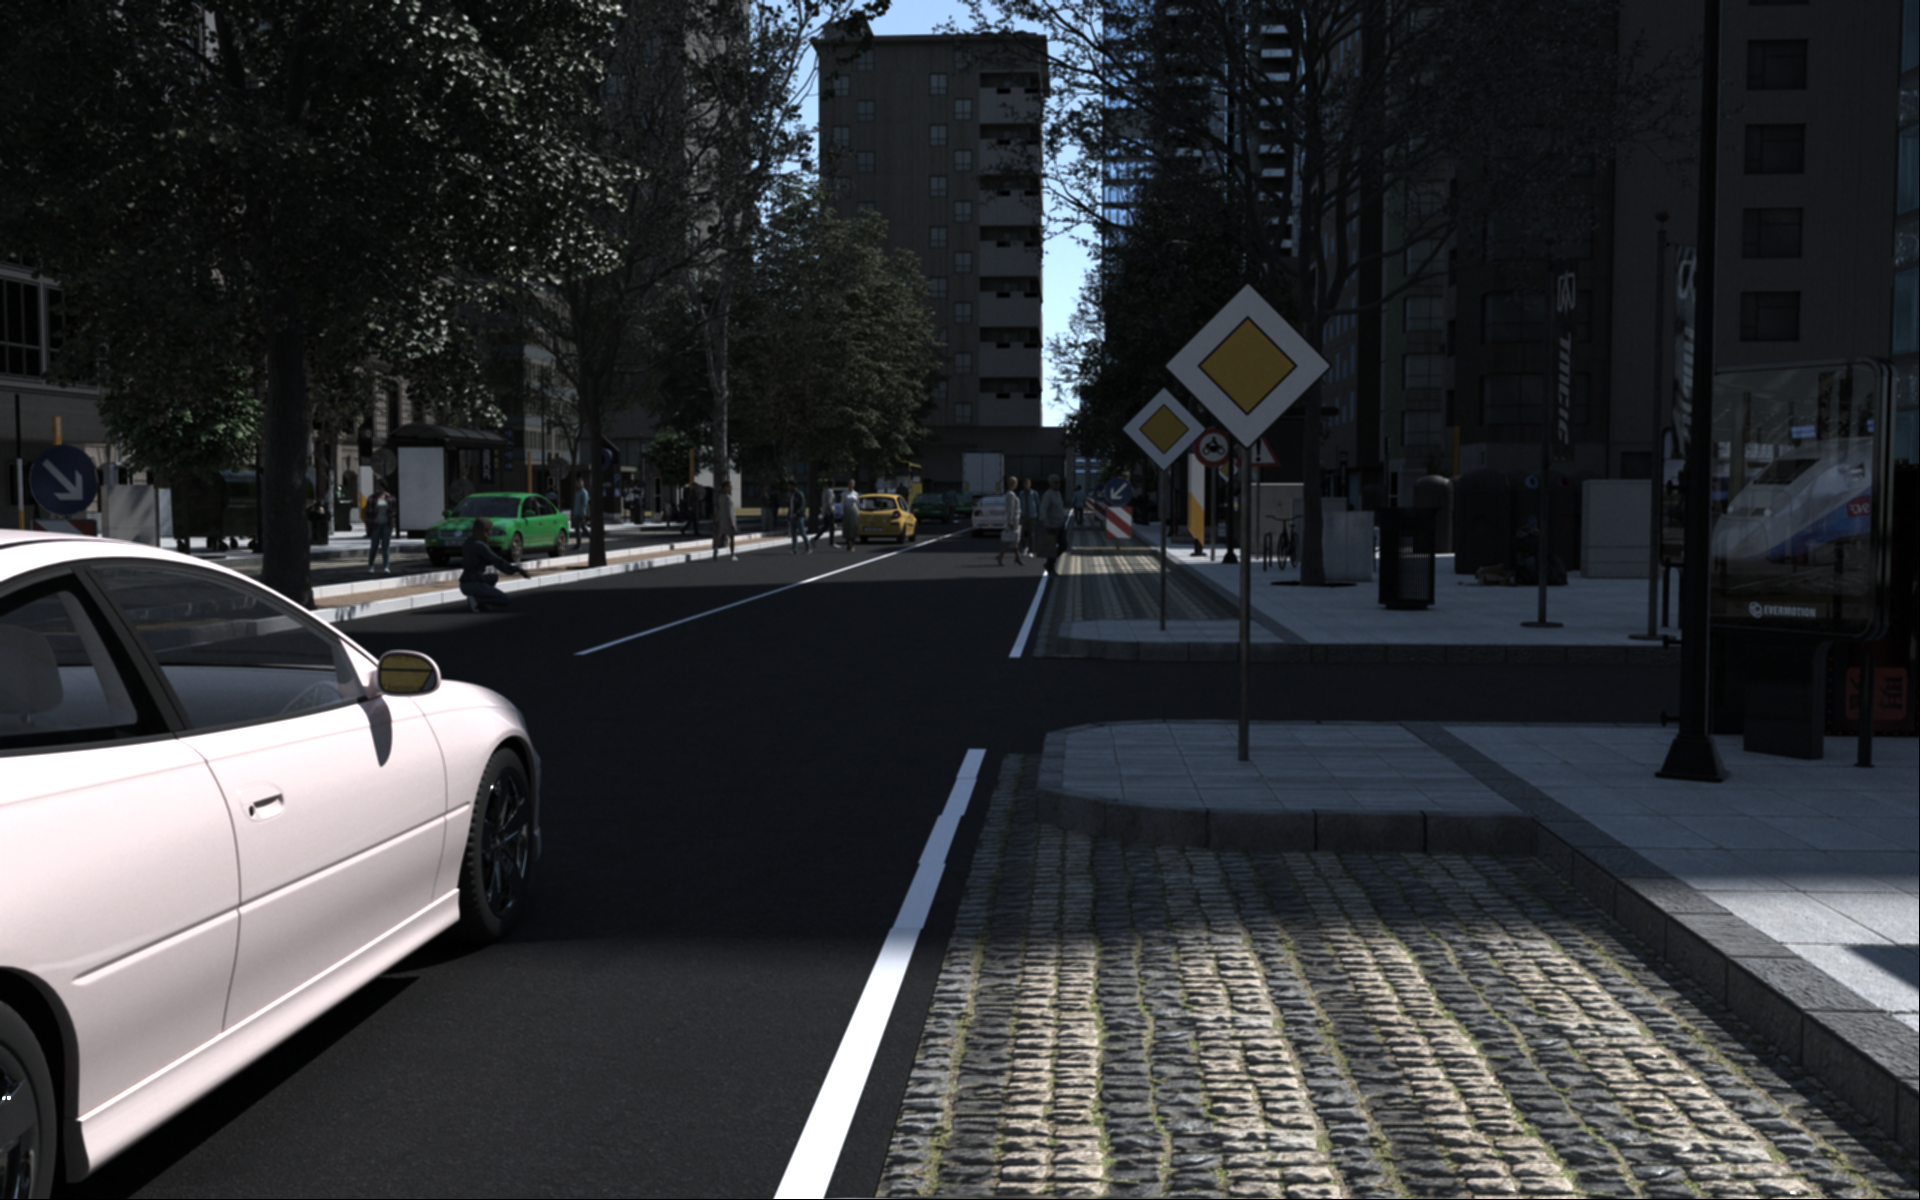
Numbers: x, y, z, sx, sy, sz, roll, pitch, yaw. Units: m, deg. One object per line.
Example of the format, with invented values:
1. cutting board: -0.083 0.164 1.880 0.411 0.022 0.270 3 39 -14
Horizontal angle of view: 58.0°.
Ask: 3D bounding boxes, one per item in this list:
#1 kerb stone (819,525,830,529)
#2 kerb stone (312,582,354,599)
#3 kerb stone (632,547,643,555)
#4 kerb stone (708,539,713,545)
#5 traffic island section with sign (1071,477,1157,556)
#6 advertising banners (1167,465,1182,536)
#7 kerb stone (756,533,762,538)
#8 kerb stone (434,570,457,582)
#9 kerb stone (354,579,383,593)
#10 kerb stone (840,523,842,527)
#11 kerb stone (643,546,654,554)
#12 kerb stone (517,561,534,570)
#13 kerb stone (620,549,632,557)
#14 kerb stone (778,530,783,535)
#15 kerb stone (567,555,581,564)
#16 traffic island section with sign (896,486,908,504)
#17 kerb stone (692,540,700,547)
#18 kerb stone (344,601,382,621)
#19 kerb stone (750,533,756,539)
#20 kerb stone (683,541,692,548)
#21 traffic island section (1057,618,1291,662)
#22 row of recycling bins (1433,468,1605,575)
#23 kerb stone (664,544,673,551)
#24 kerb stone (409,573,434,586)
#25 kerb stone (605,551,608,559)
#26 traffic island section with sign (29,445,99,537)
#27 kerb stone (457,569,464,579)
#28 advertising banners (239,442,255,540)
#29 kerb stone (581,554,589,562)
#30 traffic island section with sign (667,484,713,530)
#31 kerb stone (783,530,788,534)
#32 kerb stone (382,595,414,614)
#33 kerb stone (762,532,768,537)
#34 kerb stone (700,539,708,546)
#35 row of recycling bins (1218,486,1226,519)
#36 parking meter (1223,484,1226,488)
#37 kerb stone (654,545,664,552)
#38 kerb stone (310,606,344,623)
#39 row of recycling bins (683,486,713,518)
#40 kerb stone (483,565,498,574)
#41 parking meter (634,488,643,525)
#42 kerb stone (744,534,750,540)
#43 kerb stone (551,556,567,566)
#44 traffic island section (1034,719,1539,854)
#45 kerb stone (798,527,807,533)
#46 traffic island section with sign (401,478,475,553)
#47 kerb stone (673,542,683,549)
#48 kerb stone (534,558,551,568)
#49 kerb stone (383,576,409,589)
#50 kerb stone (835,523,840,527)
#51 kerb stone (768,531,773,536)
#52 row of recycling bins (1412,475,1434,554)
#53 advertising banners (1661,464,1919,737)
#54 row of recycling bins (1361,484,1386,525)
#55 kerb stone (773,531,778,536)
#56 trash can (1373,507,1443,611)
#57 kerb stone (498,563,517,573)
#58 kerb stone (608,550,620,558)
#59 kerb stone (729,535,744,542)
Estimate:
1. kerb stone: -5.590 -3.003 71.316 0.120 0.150 1.000 0 4 4
2. kerb stone: -8.798 -0.128 24.288 0.120 0.150 1.000 0 4 4
3. kerb stone: -7.679 -1.129 40.657 0.120 0.150 1.000 0 4 4
4. kerb stone: -7.128 -1.626 48.846 0.120 0.150 1.000 0 4 4
5. traffic island section with sign: 3.615 -1.972 40.863 1.989 1.847 2.006 0 4 4
6. advertising banners: 6.110 -3.233 49.046 0.090 3.025 2.074 0 4 -6
7. kerb stone: -6.636 -2.067 55.988 0.120 0.150 1.000 0 4 4
8. kerb stone: -8.523 -0.378 28.381 0.120 0.150 1.000 0 4 4
9. kerb stone: -8.729 -0.191 25.311 0.120 0.150 1.000 0 4 4
10. kerb stone: -5.310 -3.253 75.414 0.120 0.150 1.000 0 4 4
11. kerb stone: -7.608 -1.191 41.686 0.120 0.150 1.000 0 4 4
12. kerb stone: -8.248 -0.620 32.476 0.120 0.150 1.000 0 4 4
13. kerb stone: -7.756 -1.067 39.637 0.120 0.150 1.000 0 4 4
14. kerb stone: -6.360 -2.315 60.083 0.120 0.150 1.000 0 4 4
15. kerb stone: -8.036 -0.816 35.548 0.120 0.150 1.000 0 4 4
16. traffic island section with sign: -3.142 -5.107 91.639 2.006 1.907 1.989 0 4 4
17. kerb stone: -7.271 -1.499 46.806 0.120 0.150 1.000 0 4 4
18. kerb stone: -6.977 0.133 20.024 0.120 0.150 1.000 0 4 4
19. kerb stone: -6.705 -2.004 54.968 0.120 0.150 1.000 0 4 4
20. kerb stone: -7.332 -1.438 45.775 0.120 0.150 1.000 0 4 4
21. traffic island section: 1.930 0.364 16.322 2.009 0.180 2.903 0 4 4
22. row of recycling bins: 9.419 -1.315 28.621 3.534 1.692 1.069 -3 4 -37
23. kerb stone: -7.475 -1.315 43.728 0.120 0.150 1.000 0 4 4
24. kerb stone: -8.589 -0.316 27.354 0.120 0.150 1.000 0 4 4
25. kerb stone: -7.900 -0.942 37.598 0.120 0.150 1.000 0 4 4
26. traffic island section with sign: -8.248 -0.522 16.674 2.006 1.907 1.989 0 4 4
27. kerb stone: -8.447 -0.441 29.405 0.120 0.150 1.000 0 4 4
28. advertising banners: -20.282 -3.253 49.381 0.090 3.025 2.074 -1 4 -8
29. kerb stone: -7.964 -0.879 36.571 0.120 0.150 1.000 0 4 4
30. traffic island section with sign: -10.548 -3.716 69.389 1.989 1.847 2.006 0 4 4
31. kerb stone: -6.290 -2.378 61.103 0.120 0.150 1.000 0 4 4
32. kerb stone: -6.918 0.074 21.051 0.120 0.150 1.000 0 4 4
33. kerb stone: -6.564 -2.130 57.013 0.120 0.150 1.000 0 4 4
34. kerb stone: -7.195 -1.567 47.825 0.120 0.150 1.000 0 4 4
35. row of recycling bins: 12.882 -4.712 84.151 1.069 1.692 3.534 -3 5 -42
36. parking meter: 13.450 -4.983 87.181 0.399 1.863 0.255 2 4 35
37. kerb stone: -7.547 -1.255 42.707 0.120 0.150 1.000 0 4 4
38. kerb stone: -7.059 0.195 19.004 0.120 0.150 1.000 0 4 4
39. row of recycling bins: -13.711 -5.159 91.470 1.069 1.692 3.534 1 4 11
40. kerb stone: -8.381 -0.504 30.429 0.120 0.150 1.000 0 4 4
41. parking meter: -13.568 -3.955 73.075 0.372 1.533 0.369 0 3 0
42. kerb stone: -6.780 -1.942 53.949 0.120 0.150 1.000 0 4 4
43. kerb stone: -8.096 -0.754 34.528 0.120 0.150 1.000 0 4 4
44. traffic island section: 1.386 0.852 8.355 2.009 0.180 2.903 0 4 4
45. kerb stone: -6.010 -2.629 65.187 0.120 0.150 1.000 0 4 4
46. traffic island section with sign: -12.377 -2.071 42.496 1.989 1.847 2.006 0 4 4
47. kerb stone: -7.405 -1.380 44.750 0.120 0.150 1.000 0 4 4
48. kerb stone: -8.172 -0.691 33.500 0.120 0.150 1.000 0 4 4
49. kerb stone: -8.665 -0.248 26.333 0.120 0.150 1.000 0 4 4
50. kerb stone: -5.377 -3.193 74.394 0.120 0.150 1.000 0 4 4
51. kerb stone: -6.496 -2.192 58.034 0.120 0.150 1.000 0 4 4
52. row of recycling bins: 11.350 -1.912 38.367 3.534 1.692 1.069 -3 4 -38
53. advertising banners: 4.798 -0.789 9.085 2.074 3.025 0.090 0 4 6
54. row of recycling bins: 17.510 -4.008 72.650 1.069 1.692 3.534 1 4 21
55. kerb stone: -6.422 -2.255 59.062 0.120 0.150 1.000 0 4 4
56. trash can: 4.974 -0.466 19.265 0.748 1.137 0.748 0 3 0
57. kerb stone: -8.311 -0.566 31.455 0.120 0.150 1.000 0 4 4
58. kerb stone: -7.820 -1.004 38.617 0.120 0.150 1.000 0 4 4
59. kerb stone: -6.847 -1.880 52.929 0.120 0.150 1.000 0 4 4
